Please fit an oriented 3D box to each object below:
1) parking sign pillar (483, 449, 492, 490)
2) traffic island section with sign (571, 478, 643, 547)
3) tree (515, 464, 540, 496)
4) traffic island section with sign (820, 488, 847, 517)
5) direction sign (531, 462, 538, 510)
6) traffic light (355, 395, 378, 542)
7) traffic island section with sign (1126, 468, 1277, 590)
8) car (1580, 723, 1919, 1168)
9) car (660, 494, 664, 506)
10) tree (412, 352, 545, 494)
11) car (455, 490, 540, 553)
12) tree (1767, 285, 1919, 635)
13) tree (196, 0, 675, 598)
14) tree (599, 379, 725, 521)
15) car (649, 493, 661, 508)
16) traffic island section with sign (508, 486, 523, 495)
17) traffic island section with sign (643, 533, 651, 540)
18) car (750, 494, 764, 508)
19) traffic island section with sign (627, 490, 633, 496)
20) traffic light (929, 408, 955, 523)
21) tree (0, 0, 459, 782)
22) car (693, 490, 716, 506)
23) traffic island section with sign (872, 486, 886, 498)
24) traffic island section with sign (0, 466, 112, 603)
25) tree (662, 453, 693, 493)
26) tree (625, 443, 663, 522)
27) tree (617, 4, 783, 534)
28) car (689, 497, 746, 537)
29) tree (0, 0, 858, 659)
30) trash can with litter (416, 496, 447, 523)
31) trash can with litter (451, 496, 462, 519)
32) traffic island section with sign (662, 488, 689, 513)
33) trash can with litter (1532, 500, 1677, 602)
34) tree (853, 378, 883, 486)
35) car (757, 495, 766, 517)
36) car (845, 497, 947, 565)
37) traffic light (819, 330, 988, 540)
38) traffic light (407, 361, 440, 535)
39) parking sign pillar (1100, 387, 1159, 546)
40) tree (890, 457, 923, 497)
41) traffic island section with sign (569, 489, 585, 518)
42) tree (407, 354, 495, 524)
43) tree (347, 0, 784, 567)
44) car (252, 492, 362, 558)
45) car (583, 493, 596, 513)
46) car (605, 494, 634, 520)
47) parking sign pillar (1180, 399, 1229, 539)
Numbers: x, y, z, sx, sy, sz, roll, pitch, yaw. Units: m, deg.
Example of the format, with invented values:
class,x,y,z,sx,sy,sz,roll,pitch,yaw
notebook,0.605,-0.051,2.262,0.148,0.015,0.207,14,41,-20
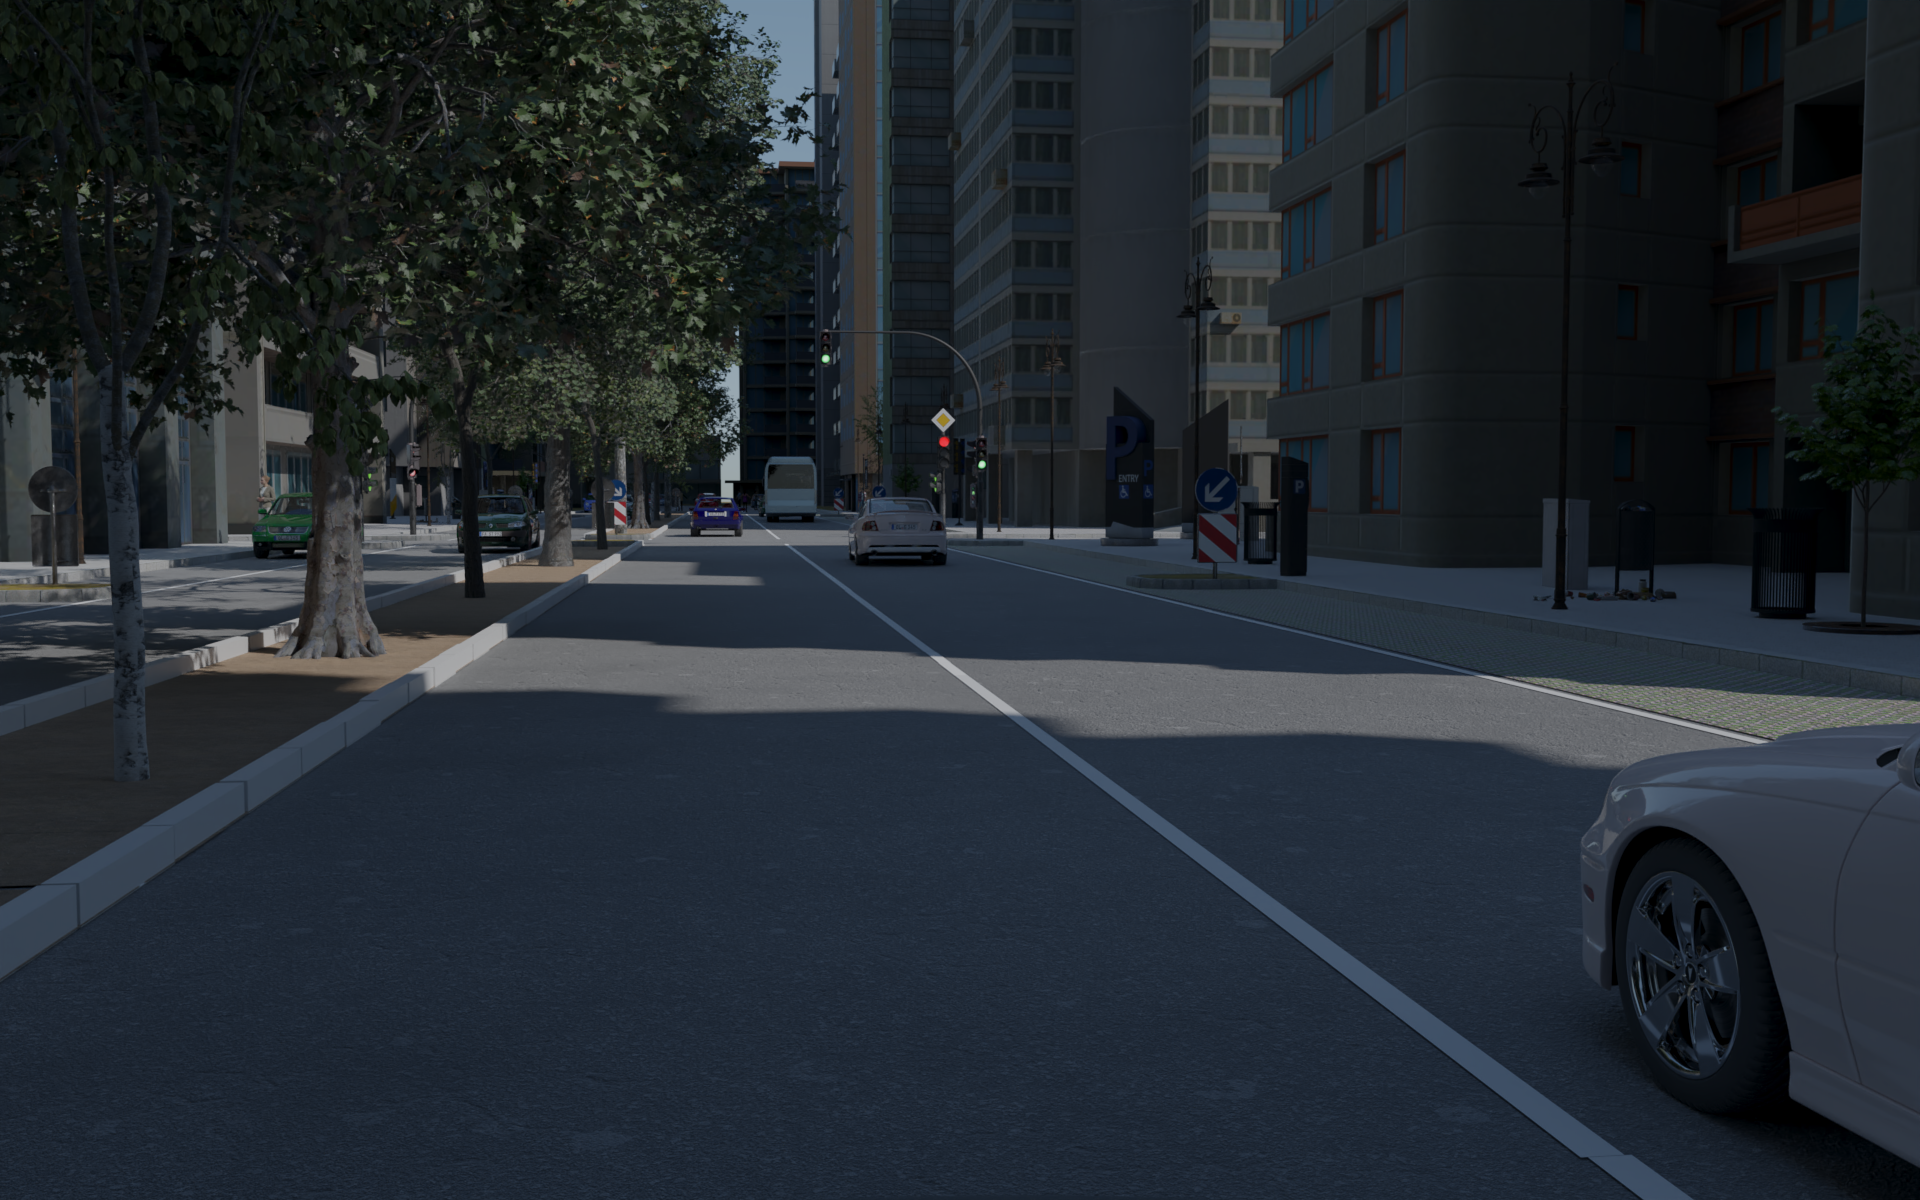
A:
class,x,y,z,sx,sy,sz,roll,pitch,yaw
parking sign pillar,-28.171,-7.028,103.374,1.447,3.967,1.447,-1,4,-19
traffic island section with sign,-9.863,-2.418,47.665,2.006,1.907,1.989,0,4,-8
tree,-27.835,-7.072,110.233,1.663,3.219,1.824,0,3,0
traffic island section with sign,-7.792,-6.136,108.955,1.989,1.847,2.006,0,4,-8
direction sign,-30.585,-8.108,124.562,0.379,3.537,0.876,1,4,12
traffic light,-16.071,-3.518,46.434,0.839,4.253,0.868,0,4,-8
traffic island section with sign,3.641,-1.108,26.739,1.989,1.847,2.006,0,4,-8
car,2.803,0.589,2.730,2.083,1.381,4.827,-1,4,-8
car,-31.528,-10.383,181.768,2.014,1.417,4.499,-1,4,-9
tree,-24.423,-10.010,89.418,9.928,11.665,9.643,0,3,0
car,-11.526,-2.054,43.367,2.009,1.686,4.222,-1,4,-9
tree,8.342,-1.317,16.140,1.663,3.219,1.824,0,3,0
tree,-6.693,-5.319,23.838,8.767,10.594,7.601,0,4,-8
tree,-16.526,-10.572,93.431,7.486,12.596,7.792,0,3,0
car,-27.952,-8.981,155.872,2.155,1.783,4.494,0,4,-8
traffic island section with sign,-20.364,-4.330,79.417,1.989,1.847,2.006,0,4,-8
traffic island section with sign,-10.874,-2.866,55.003,2.006,1.907,1.989,0,4,-8
car,-20.686,-10.212,178.963,2.014,1.417,4.499,-1,4,-8
traffic island section with sign,-34.702,-10.638,182.561,1.989,1.847,2.006,0,4,-8
traffic light,-0.571,-4.143,56.659,0.839,4.253,0.868,0,4,-8
tree,-4.063,-3.385,8.159,4.737,8.622,4.395,0,3,0
car,-19.634,-7.667,134.402,2.155,1.783,4.494,0,4,-7
traffic island section with sign,-3.969,-4.455,81.471,1.989,1.847,2.006,0,4,-8
traffic island section with sign,-12.633,-0.929,23.823,1.989,1.847,2.006,0,4,-8
tree,-19.539,-9.986,116.095,4.737,8.622,4.395,0,3,0
tree,-15.622,-8.244,87.607,4.360,8.622,3.978,0,3,0
tree,-12.962,-12.305,59.536,12.611,20.169,13.585,0,3,0
car,-8.308,-2.855,59.253,1.945,1.354,3.894,0,4,-6
tree,-5.568,-5.853,15.156,9.611,12.733,9.660,0,3,0
trash can with litter,-24.012,-4.102,78.120,1.678,1.210,2.233,-2,4,-30
trash can with litter,-25.353,-4.689,88.053,1.055,1.170,0.624,-1,4,-15
traffic island section with sign,-21.233,-7.418,129.427,2.006,1.907,1.989,0,4,-8
trash can with litter,7.897,-0.626,21.286,2.233,1.210,1.678,-1,4,-17
tree,-4.739,-9.831,111.098,4.737,8.622,4.395,0,3,0
car,-11.805,-5.995,109.810,2.131,1.459,4.920,-1,4,-8
car,-1.340,-1.460,36.233,2.083,1.381,4.827,0,4,-6
traffic light,-1.531,-4.505,48.322,4.771,5.953,1.251,0,4,-8
traffic light,-15.112,-4.893,54.664,4.771,5.953,1.251,0,4,-8
parking sign pillar,4.211,-3.333,42.971,1.447,3.967,1.447,-3,5,-39
tree,-2.669,-5.875,90.661,1.663,3.219,1.824,0,3,0
traffic island section with sign,-24.168,-6.003,106.783,1.989,1.847,2.006,0,4,-8
tree,-21.939,-7.605,74.704,4.360,8.622,3.978,0,3,0
tree,-7.995,-7.632,33.889,9.857,13.997,8.962,0,3,0
car,-15.050,-1.911,40.044,1.959,1.807,4.718,-1,4,-9
car,-28.145,-7.599,133.831,1.945,1.707,3.694,-1,4,-10
car,-19.418,-5.330,98.946,2.131,1.459,4.920,0,4,-7
parking sign pillar,7.006,-3.725,49.374,1.447,3.967,1.447,1,4,15
